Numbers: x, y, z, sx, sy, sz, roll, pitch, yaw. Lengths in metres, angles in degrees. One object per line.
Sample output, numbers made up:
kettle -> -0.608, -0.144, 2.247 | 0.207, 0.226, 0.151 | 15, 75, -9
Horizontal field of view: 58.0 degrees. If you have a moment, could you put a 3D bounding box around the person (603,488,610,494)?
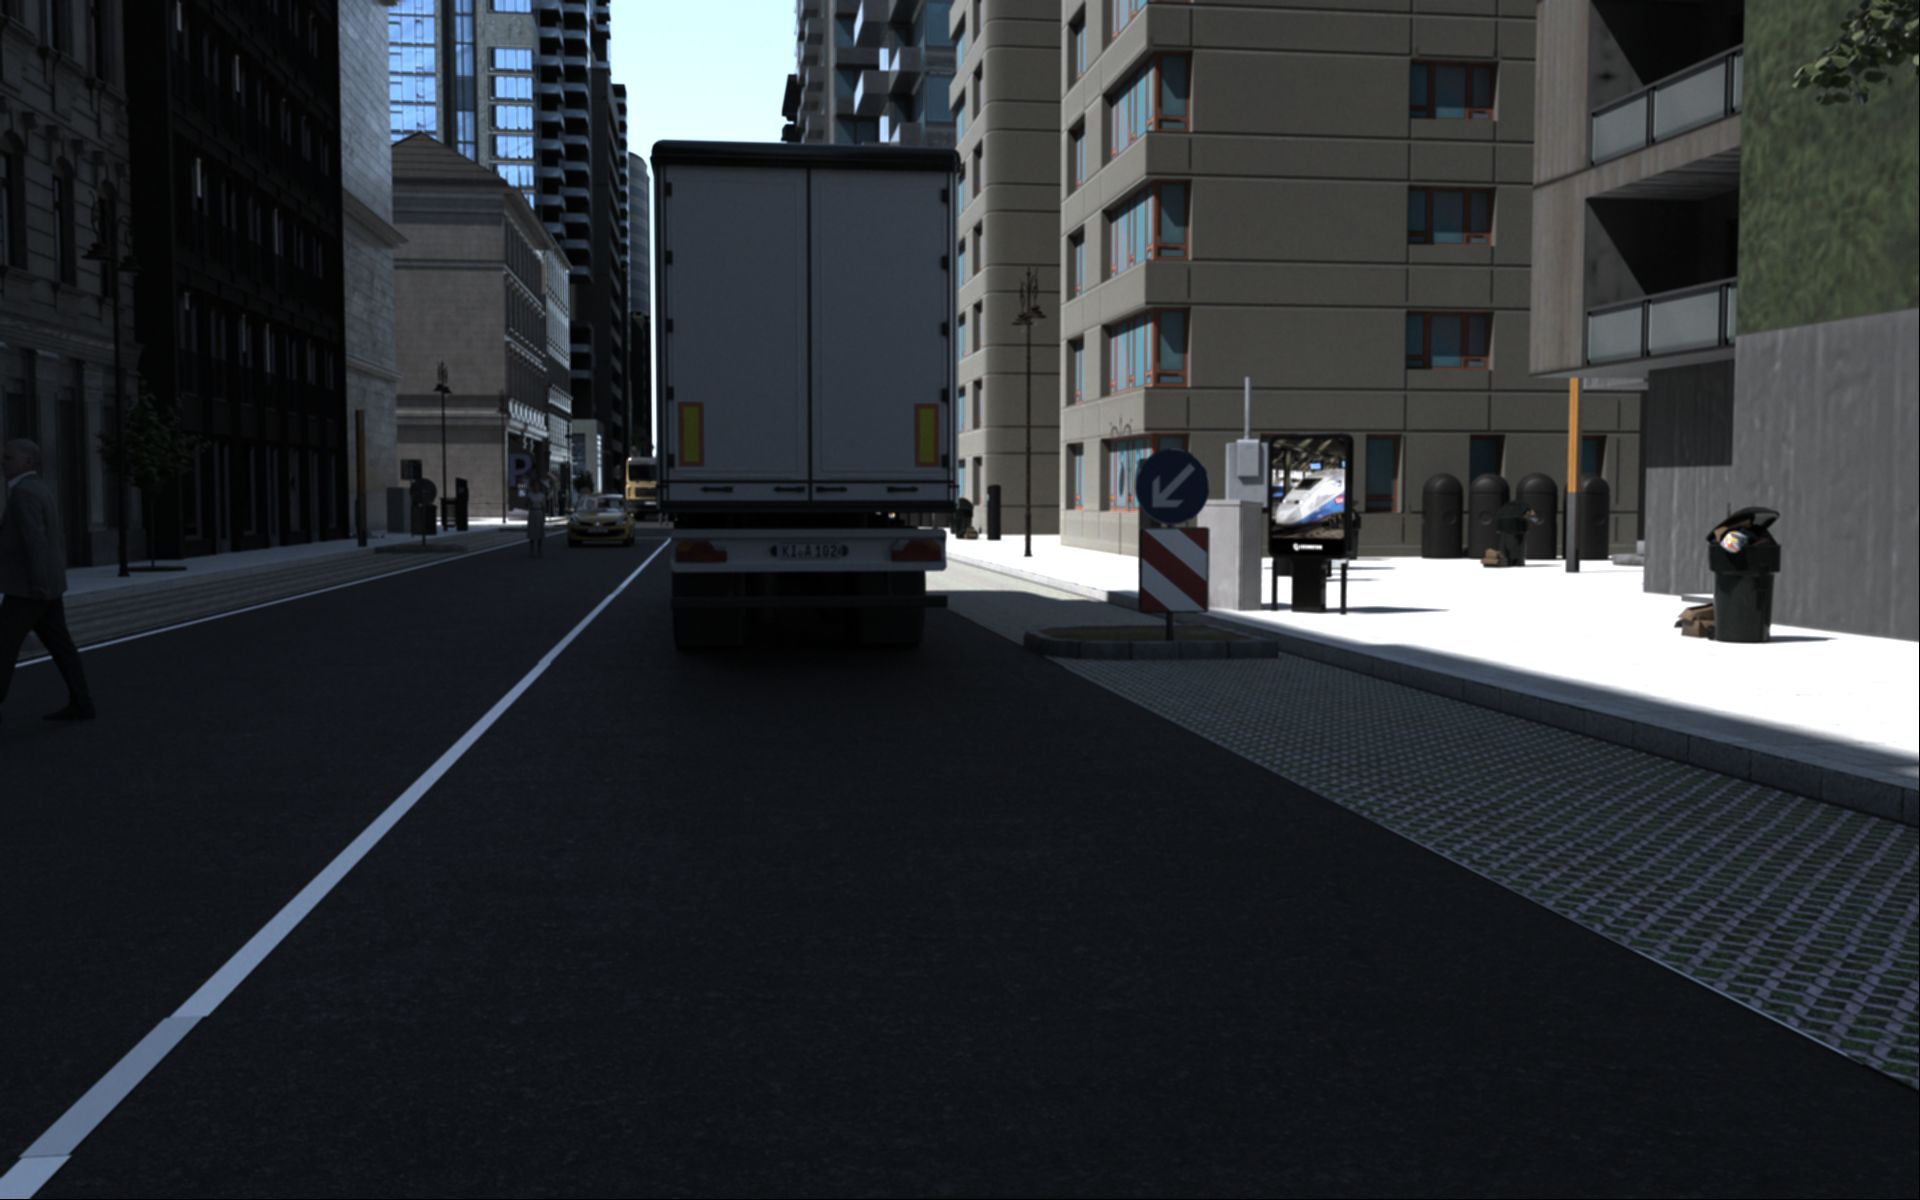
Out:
person -> -23.159, -6.406, 113.148 | 0.836, 1.842, 0.656 | 3, 4, 38

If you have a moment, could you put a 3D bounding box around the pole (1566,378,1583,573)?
pole -> 10.016, -2.102, 28.217 | 0.158, 3.312, 0.155 | 0, 3, 0

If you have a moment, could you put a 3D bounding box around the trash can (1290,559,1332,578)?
trash can -> 5.187, -0.852, 25.586 | 0.748, 1.137, 0.748 | 0, 3, 0

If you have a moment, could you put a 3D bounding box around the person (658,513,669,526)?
person -> -13.178, -4.182, 77.053 | 0.661, 1.801, 0.590 | -2, 4, -27

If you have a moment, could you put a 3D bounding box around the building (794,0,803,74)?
building -> -11.092, -54.894, 210.181 | 22.319, 86.520, 31.000 | 0, 4, -8

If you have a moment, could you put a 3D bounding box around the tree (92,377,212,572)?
tree -> -13.674, -2.102, 28.970 | 1.663, 3.219, 1.824 | 0, 3, 0

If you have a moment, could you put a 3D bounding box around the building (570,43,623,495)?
building -> -48.261, -34.530, 188.259 | 21.300, 48.544, 21.600 | 0, 4, -8

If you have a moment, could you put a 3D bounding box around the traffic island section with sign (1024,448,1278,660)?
traffic island section with sign -> 1.638, -0.440, 15.815 | 1.989, 1.847, 2.006 | 0, 4, -8

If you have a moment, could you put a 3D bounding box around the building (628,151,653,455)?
building -> -62.733, -45.724, 289.577 | 21.231, 58.520, 28.212 | 0, 4, -8

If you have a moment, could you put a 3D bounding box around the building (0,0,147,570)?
building -> -19.015, -10.642, 23.150 | 9.793, 20.994, 18.267 | 0, 4, -8

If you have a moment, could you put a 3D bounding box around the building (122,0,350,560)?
building -> -22.386, -12.864, 39.998 | 12.332, 23.373, 15.834 | 0, 4, -8

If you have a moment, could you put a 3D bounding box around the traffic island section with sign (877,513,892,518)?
traffic island section with sign -> -2.202, -2.105, 43.045 | 1.989, 1.847, 2.006 | 0, 4, -8

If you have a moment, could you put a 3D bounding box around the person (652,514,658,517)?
person -> -19.093, -5.765, 107.780 | 0.505, 1.210, 0.382 | -2, 4, -30

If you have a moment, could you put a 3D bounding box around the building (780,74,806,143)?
building -> -7.347, -32.201, 181.111 | 22.147, 44.769, 28.867 | 0, 4, -8

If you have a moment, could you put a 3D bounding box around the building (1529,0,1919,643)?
building -> 14.593, -20.524, 19.165 | 14.154, 41.232, 14.086 | 0, 4, -8

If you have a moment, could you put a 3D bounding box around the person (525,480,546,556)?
person -> -9.874, -1.911, 40.313 | 0.480, 1.755, 0.524 | -1, 4, -23

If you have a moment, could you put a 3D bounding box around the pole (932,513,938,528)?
pole -> -0.858, -4.036, 59.839 | 0.158, 3.312, 0.155 | 0, 3, 0

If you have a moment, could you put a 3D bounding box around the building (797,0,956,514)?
building -> -1.256, -31.620, 136.602 | 23.786, 49.044, 30.456 | 0, 4, -8

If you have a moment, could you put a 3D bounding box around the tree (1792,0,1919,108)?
tree -> 6.338, -5.459, 7.384 | 7.486, 12.596, 7.792 | 0, 3, 0

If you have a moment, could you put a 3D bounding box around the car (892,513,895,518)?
car -> -0.941, -3.940, 74.636 | 3.980, 1.641, 2.015 | -1, 4, -8

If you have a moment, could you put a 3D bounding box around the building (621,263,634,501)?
building -> -47.011, -26.635, 207.185 | 14.160, 30.474, 14.107 | 0, 4, -8

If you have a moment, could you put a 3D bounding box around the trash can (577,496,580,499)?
trash can -> -25.837, -6.544, 118.645 | 0.748, 1.137, 0.748 | 0, 3, 0

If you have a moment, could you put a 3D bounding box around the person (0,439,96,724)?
person -> -5.888, -0.117, 10.815 | 0.834, 1.777, 0.661 | -2, 4, -29

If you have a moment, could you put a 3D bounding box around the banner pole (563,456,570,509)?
banner pole -> -26.041, -7.625, 114.680 | 0.401, 3.779, 0.863 | 1, 4, 22

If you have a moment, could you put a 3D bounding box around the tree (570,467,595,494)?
tree -> -27.607, -8.210, 128.831 | 1.663, 3.219, 1.824 | 0, 3, 0

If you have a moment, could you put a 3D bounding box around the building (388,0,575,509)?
building -> -44.529, -51.875, 160.827 | 22.319, 86.520, 31.000 | 0, 4, -8

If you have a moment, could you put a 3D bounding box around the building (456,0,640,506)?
building -> -56.659, -56.992, 244.498 | 22.319, 86.520, 31.000 | 0, 4, -8

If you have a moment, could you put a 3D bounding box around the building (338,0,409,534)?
building -> -31.172, -16.472, 56.702 | 23.554, 28.519, 14.401 | 0, 4, -8

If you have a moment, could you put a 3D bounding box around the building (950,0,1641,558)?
building -> 15.332, -12.539, 50.057 | 27.650, 21.520, 28.899 | 0, 4, -8

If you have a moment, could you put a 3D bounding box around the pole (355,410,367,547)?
pole -> -14.554, -2.951, 42.088 | 0.158, 3.312, 0.155 | 0, 3, 0

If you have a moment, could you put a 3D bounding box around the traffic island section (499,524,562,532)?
traffic island section -> -16.661, -2.741, 67.097 | 2.009, 0.180, 2.903 | 0, 4, -8

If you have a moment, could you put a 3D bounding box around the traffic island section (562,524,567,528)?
traffic island section -> -17.776, -3.225, 75.004 | 2.009, 0.180, 2.903 | 0, 4, -8

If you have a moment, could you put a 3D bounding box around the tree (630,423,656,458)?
tree -> -41.540, -17.768, 224.926 | 8.767, 10.594, 7.601 | 0, 4, -7

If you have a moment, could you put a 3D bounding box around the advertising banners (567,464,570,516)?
advertising banners -> -23.363, -6.551, 103.290 | 0.090, 3.025, 2.074 | -1, 4, -10

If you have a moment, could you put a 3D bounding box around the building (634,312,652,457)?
building -> -55.266, -30.424, 269.138 | 14.160, 30.474, 14.107 | 0, 4, -8

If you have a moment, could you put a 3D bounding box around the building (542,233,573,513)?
building -> -33.197, -16.769, 123.316 | 9.793, 20.994, 18.267 | 0, 4, -8

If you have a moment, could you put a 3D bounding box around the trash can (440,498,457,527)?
trash can -> -19.827, -3.398, 67.215 | 0.748, 1.137, 0.748 | 0, 3, 0

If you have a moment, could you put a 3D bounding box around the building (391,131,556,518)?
building -> -29.029, -14.861, 93.890 | 10.553, 20.767, 40.483 | 0, 4, -8

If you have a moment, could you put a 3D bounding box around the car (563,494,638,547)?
car -> -10.025, -2.340, 48.486 | 2.015, 1.641, 3.980 | -1, 4, -8

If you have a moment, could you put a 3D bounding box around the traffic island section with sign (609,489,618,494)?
traffic island section with sign -> -24.598, -7.010, 123.246 | 1.989, 1.847, 2.006 | 0, 4, -8
